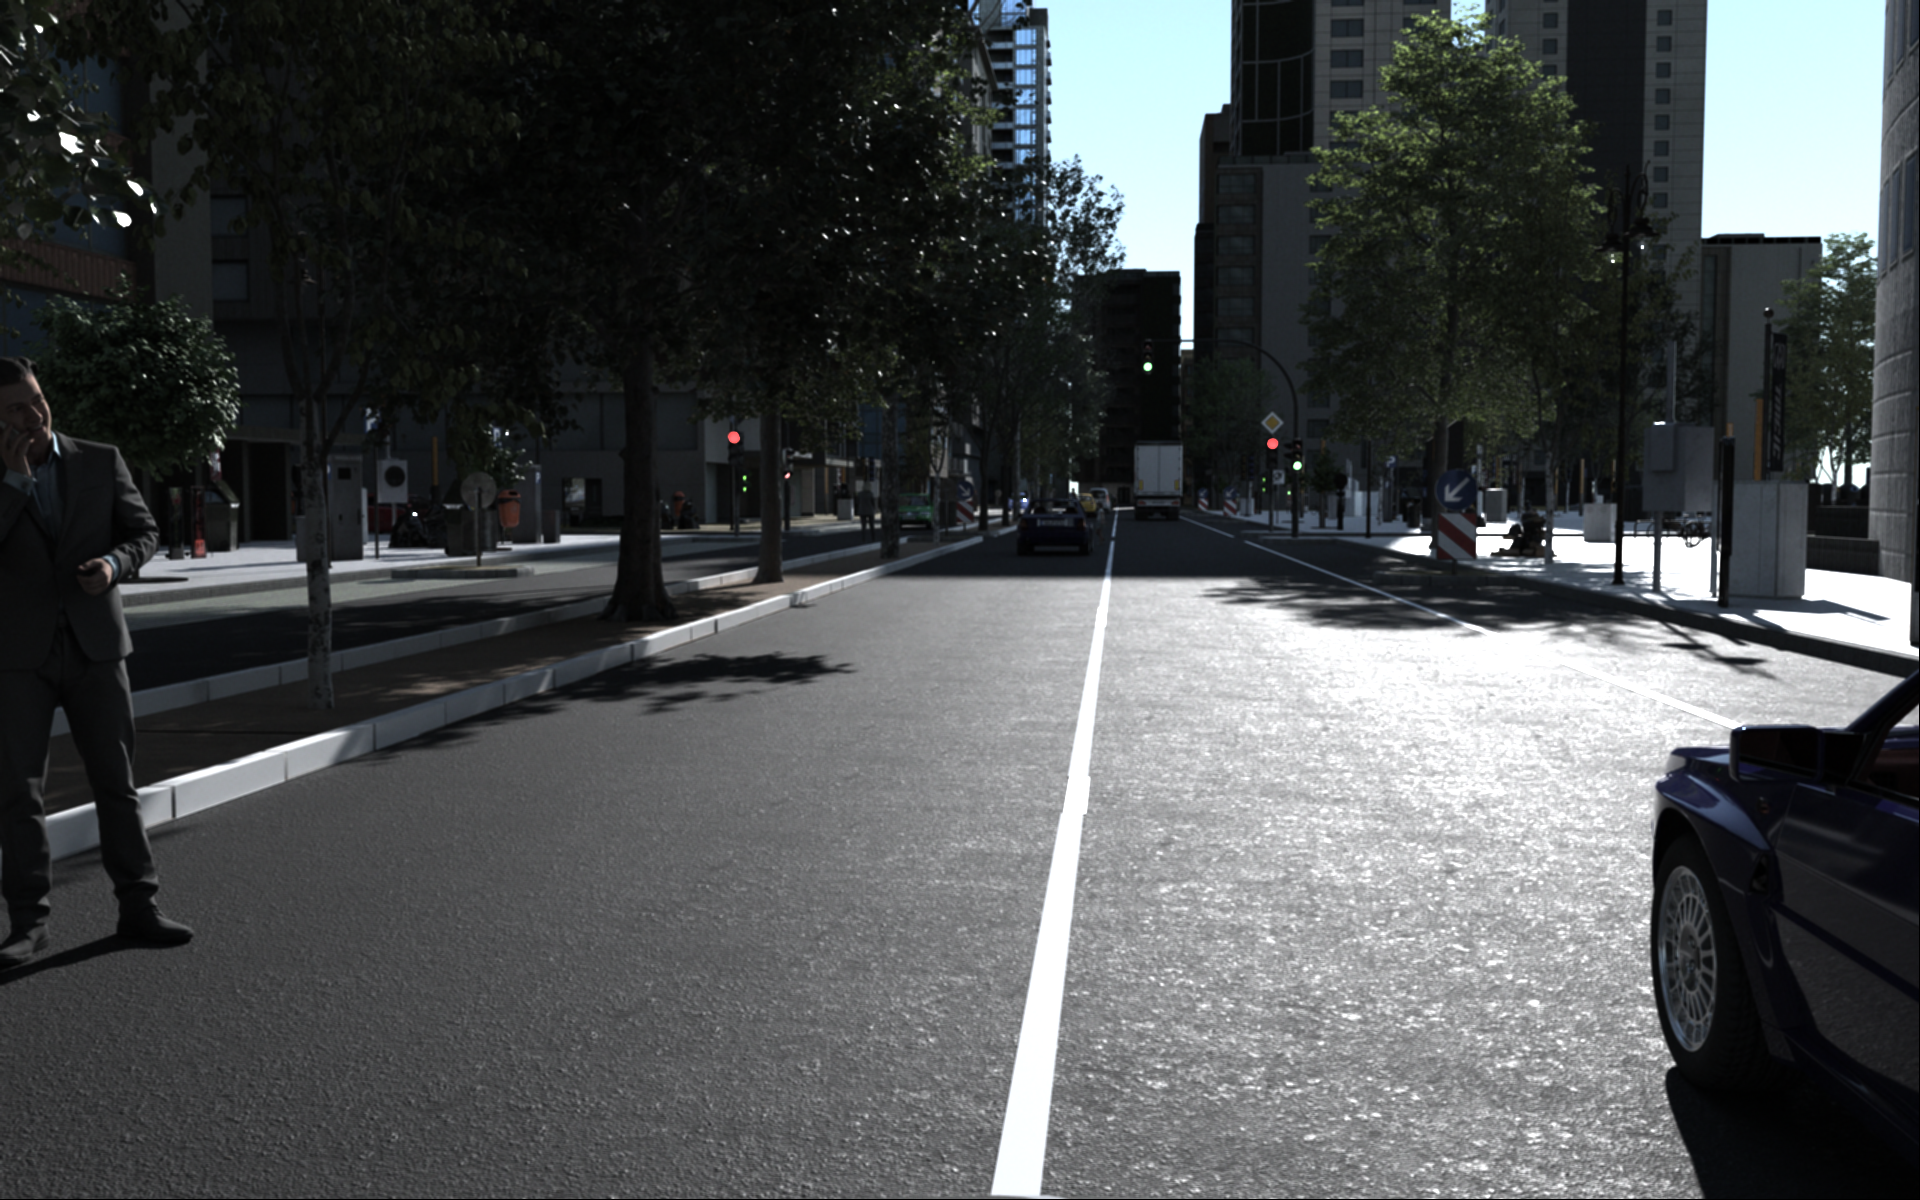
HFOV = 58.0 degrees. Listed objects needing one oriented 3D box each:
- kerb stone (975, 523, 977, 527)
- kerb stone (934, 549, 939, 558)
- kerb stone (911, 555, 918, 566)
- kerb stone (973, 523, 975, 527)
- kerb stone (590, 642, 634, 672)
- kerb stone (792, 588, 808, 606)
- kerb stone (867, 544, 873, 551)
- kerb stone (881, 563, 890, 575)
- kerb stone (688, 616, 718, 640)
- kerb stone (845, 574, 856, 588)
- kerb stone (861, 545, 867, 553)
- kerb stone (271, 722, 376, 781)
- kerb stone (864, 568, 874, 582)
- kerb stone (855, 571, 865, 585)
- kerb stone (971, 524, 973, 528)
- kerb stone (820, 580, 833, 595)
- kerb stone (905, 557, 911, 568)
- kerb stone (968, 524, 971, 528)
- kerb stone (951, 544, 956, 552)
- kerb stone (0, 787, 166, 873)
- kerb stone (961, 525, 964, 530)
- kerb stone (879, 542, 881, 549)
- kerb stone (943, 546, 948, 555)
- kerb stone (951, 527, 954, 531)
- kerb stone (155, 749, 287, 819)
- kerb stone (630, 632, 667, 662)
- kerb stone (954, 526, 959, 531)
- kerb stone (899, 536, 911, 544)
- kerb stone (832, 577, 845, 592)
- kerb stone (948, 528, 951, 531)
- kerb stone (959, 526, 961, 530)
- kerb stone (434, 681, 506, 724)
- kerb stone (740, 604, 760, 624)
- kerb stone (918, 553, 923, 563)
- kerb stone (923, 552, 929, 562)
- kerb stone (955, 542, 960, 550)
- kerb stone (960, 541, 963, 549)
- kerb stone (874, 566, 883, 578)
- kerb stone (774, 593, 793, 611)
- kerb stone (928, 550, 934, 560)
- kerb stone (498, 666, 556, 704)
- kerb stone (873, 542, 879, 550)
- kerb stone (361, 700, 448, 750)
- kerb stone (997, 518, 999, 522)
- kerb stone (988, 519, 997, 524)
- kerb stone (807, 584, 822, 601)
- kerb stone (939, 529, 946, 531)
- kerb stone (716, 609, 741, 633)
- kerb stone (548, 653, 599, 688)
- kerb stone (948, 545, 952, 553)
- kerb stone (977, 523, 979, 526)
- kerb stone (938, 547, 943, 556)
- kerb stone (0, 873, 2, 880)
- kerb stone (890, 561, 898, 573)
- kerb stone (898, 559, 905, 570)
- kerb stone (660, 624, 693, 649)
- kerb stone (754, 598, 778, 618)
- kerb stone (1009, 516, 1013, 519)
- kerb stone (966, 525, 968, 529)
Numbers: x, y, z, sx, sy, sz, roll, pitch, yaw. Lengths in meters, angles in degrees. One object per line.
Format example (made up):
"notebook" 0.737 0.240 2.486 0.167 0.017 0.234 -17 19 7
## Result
"kerb stone" 0.507 -3.179 74.197 0.120 0.150 1.000 0 4 5
"kerb stone" -0.645 -1.015 38.796 0.120 0.150 1.000 0 4 5
"kerb stone" -1.016 -0.761 34.703 0.120 0.150 1.000 0 4 5
"kerb stone" 0.415 -3.116 73.178 0.120 0.150 1.000 0 4 5
"kerb stone" -2.911 0.485 14.274 0.120 0.150 1.000 0 4 5
"kerb stone" -2.148 -0.014 22.453 0.120 0.150 1.000 0 4 5
"kerb stone" -2.365 -1.276 43.064 0.120 0.150 1.000 0 4 5
"kerb stone" -1.400 -0.515 30.614 0.120 0.150 1.000 0 4 5
"kerb stone" -2.623 0.297 17.348 0.120 0.150 1.000 0 4 5
"kerb stone" -1.773 -0.266 26.537 0.120 0.150 1.000 0 4 5
"kerb stone" -2.451 -1.214 42.046 0.120 0.150 1.000 0 4 5
"kerb stone" -3.374 0.798 9.156 0.120 0.150 1.000 0 4 5
"kerb stone" -1.588 -0.390 28.576 0.120 0.150 1.000 0 4 5
"kerb stone" -1.678 -0.328 27.555 0.120 0.150 1.000 0 4 5
"kerb stone" 0.320 -3.056 72.158 0.120 0.150 1.000 0 4 5
"kerb stone" -1.973 -0.140 24.491 0.120 0.150 1.000 0 4 5
"kerb stone" -1.113 -0.699 33.686 0.120 0.150 1.000 0 4 5
"kerb stone" 0.228 -2.993 71.135 0.120 0.150 1.000 0 4 5
"kerb stone" -0.273 -1.260 42.886 0.120 0.150 1.000 0 4 5
"kerb stone" -3.564 0.925 7.107 0.120 0.150 1.000 0 4 5
"kerb stone" -0.060 -2.806 68.067 0.120 0.150 1.000 0 4 5
"kerb stone" -2.171 -1.401 45.105 0.120 0.150 1.000 0 4 5
"kerb stone" -0.446 -1.140 40.830 0.120 0.150 1.000 0 4 5
"kerb stone" -0.437 -2.555 63.971 0.120 0.150 1.000 0 4 5
"kerb stone" -3.466 0.861 8.124 0.120 0.150 1.000 0 4 5
"kerb stone" -2.800 0.424 15.302 0.120 0.150 1.000 0 4 5
"kerb stone" -0.250 -2.680 66.022 0.120 0.150 1.000 0 4 5
"kerb stone" -1.619 -1.776 51.227 0.120 0.150 1.000 0 4 5
"kerb stone" -1.874 -0.203 25.512 0.120 0.150 1.000 0 4 5
"kerb stone" -0.535 -2.493 62.953 0.120 0.150 1.000 0 4 5
"kerb stone" -0.153 -2.743 67.046 0.120 0.150 1.000 0 4 5
"kerb stone" -3.190 0.672 11.206 0.120 0.150 1.000 0 4 5
"kerb stone" -2.431 0.179 19.388 0.120 0.150 1.000 0 4 5
"kerb stone" -0.930 -0.827 35.723 0.120 0.150 1.000 0 4 5
"kerb stone" -0.831 -0.890 36.746 0.120 0.150 1.000 0 4 5
"kerb stone" -0.174 -1.327 43.905 0.120 0.150 1.000 0 4 5
"kerb stone" -0.081 -1.390 44.923 0.120 0.150 1.000 0 4 5
"kerb stone" -1.494 -0.447 29.597 0.120 0.150 1.000 0 4 5
"kerb stone" -2.250 0.046 21.436 0.120 0.150 1.000 0 4 5
"kerb stone" -0.739 -0.947 37.765 0.120 0.150 1.000 0 4 5
"kerb stone" -3.096 0.612 12.236 0.120 0.150 1.000 0 4 5
"kerb stone" -2.263 -1.339 44.087 0.120 0.150 1.000 0 4 5
"kerb stone" -3.278 0.735 10.180 0.120 0.150 1.000 0 4 5
"kerb stone" 1.724 -3.993 87.481 0.120 0.150 1.000 0 4 5
"kerb stone" 1.637 -3.929 86.458 0.120 0.150 1.000 0 4 5
"kerb stone" -2.051 -0.078 23.471 0.120 0.150 1.000 0 4 5
"kerb stone" -0.619 -2.431 61.935 0.120 0.150 1.000 0 4 5
"kerb stone" -2.515 0.234 18.364 0.120 0.150 1.000 0 4 5
"kerb stone" -2.991 0.547 13.255 0.120 0.150 1.000 0 4 5
"kerb stone" -0.369 -1.202 41.856 0.120 0.150 1.000 0 4 5
"kerb stone" 0.597 -3.237 75.221 0.120 0.150 1.000 0 4 5
"kerb stone" -0.552 -1.078 39.814 0.120 0.150 1.000 0 4 5
"kerb stone" -3.657 0.985 6.089 0.120 0.150 1.000 0 4 5
"kerb stone" -1.306 -0.577 31.637 0.120 0.150 1.000 0 4 5
"kerb stone" -1.209 -0.635 32.657 0.120 0.150 1.000 0 4 5
"kerb stone" -2.720 0.359 16.329 0.120 0.150 1.000 0 4 5
"kerb stone" -2.339 0.109 20.416 0.120 0.150 1.000 0 4 5
"kerb stone" 3.139 -4.929 102.778 0.120 0.150 1.000 0 4 5
"kerb stone" 0.119 -2.930 70.108 0.120 0.150 1.000 0 4 5
